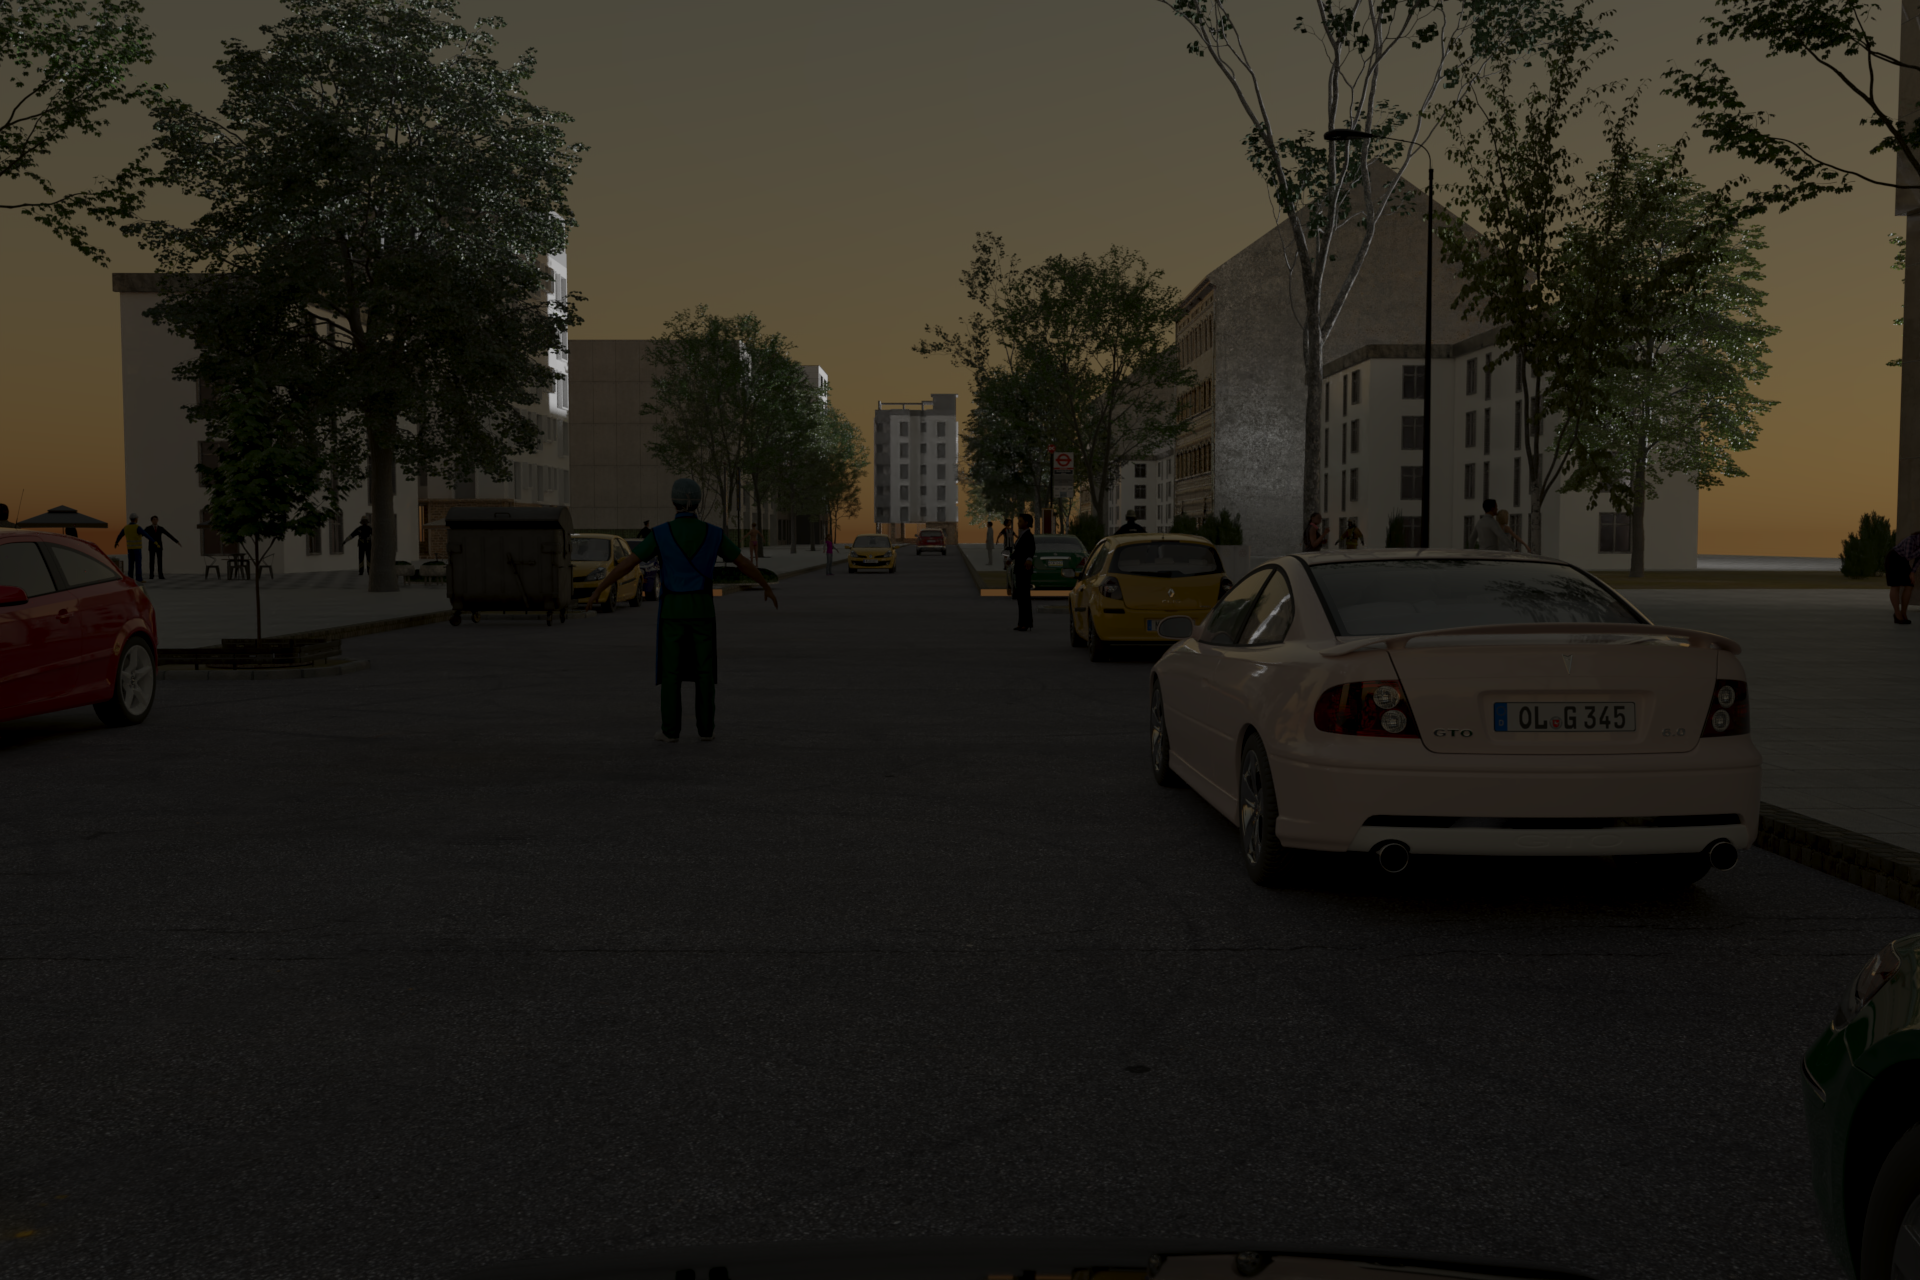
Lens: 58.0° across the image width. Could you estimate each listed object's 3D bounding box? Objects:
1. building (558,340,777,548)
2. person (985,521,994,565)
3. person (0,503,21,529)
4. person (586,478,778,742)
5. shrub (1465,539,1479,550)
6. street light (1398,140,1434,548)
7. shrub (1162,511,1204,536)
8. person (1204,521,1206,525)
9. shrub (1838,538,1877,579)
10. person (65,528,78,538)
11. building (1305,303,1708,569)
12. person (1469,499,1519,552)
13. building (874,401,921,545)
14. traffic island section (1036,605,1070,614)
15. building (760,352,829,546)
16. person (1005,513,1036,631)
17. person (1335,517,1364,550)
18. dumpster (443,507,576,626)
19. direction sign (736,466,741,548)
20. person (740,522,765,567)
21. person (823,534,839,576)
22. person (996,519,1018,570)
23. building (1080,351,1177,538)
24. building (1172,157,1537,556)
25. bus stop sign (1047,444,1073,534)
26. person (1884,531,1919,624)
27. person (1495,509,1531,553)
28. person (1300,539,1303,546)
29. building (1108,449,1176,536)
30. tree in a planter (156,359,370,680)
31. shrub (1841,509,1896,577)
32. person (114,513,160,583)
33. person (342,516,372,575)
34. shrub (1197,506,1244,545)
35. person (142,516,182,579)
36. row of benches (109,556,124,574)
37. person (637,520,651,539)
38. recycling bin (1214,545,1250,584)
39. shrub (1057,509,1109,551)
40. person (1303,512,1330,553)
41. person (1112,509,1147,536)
[{"bbox_3d":[-28.358,-18.772,173.383,16.747,18.905,31.486,0,3,0],"label":"building"},{"bbox_3d":[1.200,-3.982,71.289,0.705,1.806,1.347,0,4,4],"label":"person"},{"bbox_3d":[-14.326,-1.170,25.893,1.215,1.744,0.721,-3,5,-40],"label":"person"},{"bbox_3d":[-1.900,-0.209,12.001,1.347,1.817,0.704,-1,4,-20],"label":"person"},{"bbox_3d":[14.036,-2.215,47.334,1.383,1.207,1.383,0,3,0],"label":"shrub"},{"bbox_3d":[5.947,-2.904,20.022,1.470,5.913,1.316,0,4,-1],"label":"street light"},{"bbox_3d":[7.079,-3.088,54.904,1.690,2.028,1.600,0,3,0],"label":"shrub"},{"bbox_3d":[9.867,-3.867,69.076,0.705,1.847,1.347,0,4,7],"label":"person"},{"bbox_3d":[25.448,-2.325,49.131,1.383,1.207,1.383,0,3,0],"label":"shrub"},{"bbox_3d":[-23.278,-2.402,45.494,0.704,1.802,1.346,-1,4,-18],"label":"person"},{"bbox_3d":[22.559,-8.238,76.845,9.099,9.664,28.070,0,3,0],"label":"building"},{"bbox_3d":[8.002,-1.220,26.109,0.704,1.810,1.344,-1,4,-16],"label":"person"},{"bbox_3d":[-11.398,-23.138,237.186,11.380,20.090,16.016,0,4,-1],"label":"building"},{"bbox_3d":[2.416,-0.560,32.021,1.991,0.108,1.994,0,3,0],"label":"traffic island section"},{"bbox_3d":[-30.951,-22.240,207.597,27.936,21.610,32.646,0,4,0],"label":"building"},{"bbox_3d":[0.875,-1.005,25.613,0.721,1.740,1.216,-1,4,-13],"label":"person"},{"bbox_3d":[13.022,-3.175,57.684,0.705,1.858,1.354,-2,4,-30],"label":"person"},{"bbox_3d":[-7.094,-1.169,27.332,1.865,1.857,1.264,0,4,-1],"label":"dumpster"},{"bbox_3d":[-7.473,-4.066,58.474,0.379,3.537,0.876,0,4,-1],"label":"direction sign"},{"bbox_3d":[-8.062,-3.702,67.325,1.217,1.733,0.721,-3,5,-41],"label":"person"},{"bbox_3d":[-4.471,-2.950,59.958,0.599,1.433,0.991,2,4,27],"label":"person"},{"bbox_3d":[1.729,-3.390,61.565,1.345,1.843,0.704,-3,5,-42],"label":"person"},{"bbox_3d":[24.542,-23.196,210.179,19.493,23.208,18.063,0,4,0],"label":"building"},{"bbox_3d":[24.125,-17.104,110.571,19.493,23.208,18.063,0,3,0],"label":"building"},{"bbox_3d":[2.945,-3.848,51.621,0.855,3.939,0.416,0,4,-1],"label":"bus stop sign"},{"bbox_3d":[13.455,-0.933,24.524,0.421,1.427,0.697,-2,4,-26],"label":"person"},{"bbox_3d":[10.488,-1.629,33.251,0.721,1.753,1.214,-2,4,-26],"label":"person"},{"bbox_3d":[15.152,-4.034,75.220,0.991,1.433,0.599,-2,4,-27],"label":"person"},{"bbox_3d":[21.488,-14.782,183.830,9.099,9.664,28.070,0,4,-1],"label":"building"},{"bbox_3d":[-7.281,-1.264,17.896,1.991,3.239,1.994,0,4,-1],"label":"tree in a planter"},{"bbox_3d":[27.443,-2.917,52.116,1.690,2.028,1.600,0,3,0],"label":"shrub"},{"bbox_3d":[-21.596,-2.409,45.355,1.349,1.833,0.705,1,4,12],"label":"person"},{"bbox_3d":[-18.488,-2.938,53.813,1.354,1.856,0.705,-1,4,-21],"label":"person"},{"bbox_3d":[7.474,-2.773,49.374,1.661,2.075,1.752,0,3,0],"label":"shrub"},{"bbox_3d":[-22.913,-2.640,49.343,1.347,1.806,0.705,-2,4,-35],"label":"person"},{"bbox_3d":[-25.027,-1.958,47.472,4.104,0.672,1.422,-1,4,-15],"label":"row of benches"},{"bbox_3d":[-12.326,-3.812,68.257,1.347,1.837,0.705,2,4,35],"label":"person"},{"bbox_3d":[6.092,-1.607,38.826,0.722,1.027,0.722,0,4,0],"label":"recycling bin"},{"bbox_3d":[3.959,-3.121,55.075,1.661,2.075,1.752,0,3,0],"label":"shrub"},{"bbox_3d":[5.911,-1.289,28.591,0.415,1.643,0.593,-3,5,-42],"label":"person"},{"bbox_3d":[3.919,-2.081,39.889,1.351,1.845,0.704,-1,4,-14],"label":"person"}]
